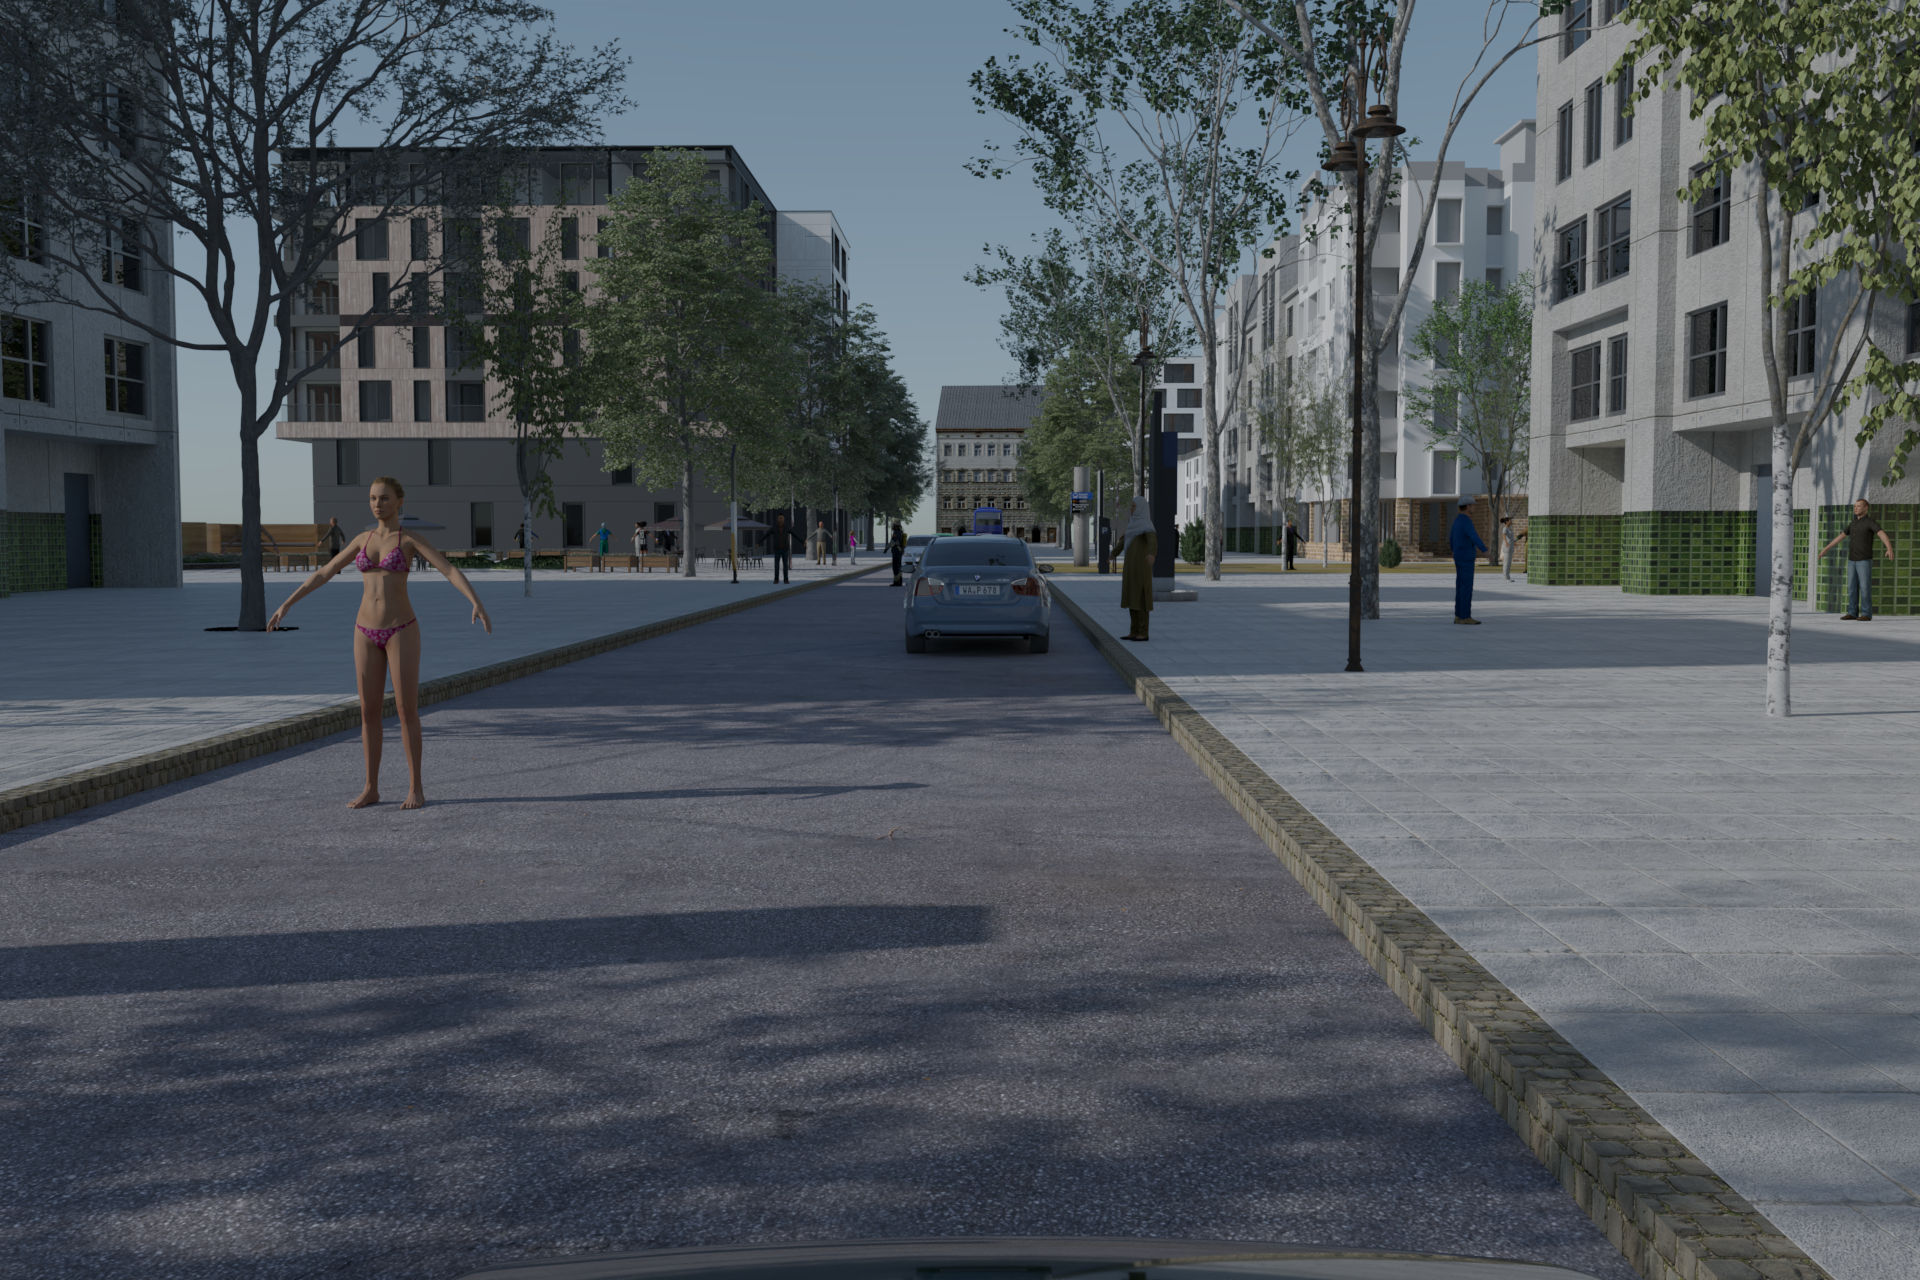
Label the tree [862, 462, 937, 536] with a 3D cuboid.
[{"bbox_3d":[-6.228,-13.869,161.170,8.767,10.594,7.601,0,4,4],"label":"tree"}]

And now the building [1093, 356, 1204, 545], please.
[{"bbox_3d":[30.376,-22.687,214.911,27.936,21.610,32.646,0,4,1],"label":"building"}]

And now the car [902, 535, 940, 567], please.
[{"bbox_3d":[-1.417,-3.463,68.625,2.014,1.417,4.499,0,4,1],"label":"car"}]

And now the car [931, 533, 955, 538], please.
[{"bbox_3d":[-0.961,-5.282,95.154,1.959,1.807,4.718,0,4,1],"label":"car"}]

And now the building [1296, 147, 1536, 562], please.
[{"bbox_3d":[23.159,-14.368,91.335,16.016,20.090,11.380,0,4,2],"label":"building"}]

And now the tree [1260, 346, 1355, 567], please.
[{"bbox_3d":[14.340,-7.121,66.798,4.360,8.622,3.978,0,3,0],"label":"tree"}]

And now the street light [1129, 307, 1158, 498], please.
[{"bbox_3d":[3.742,-3.831,35.429,0.468,5.910,1.993,0,4,1],"label":"street light"}]

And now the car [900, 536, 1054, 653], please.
[{"bbox_3d":[0.217,-0.617,22.085,2.014,1.417,4.499,0,4,0],"label":"car"}]

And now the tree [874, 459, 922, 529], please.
[{"bbox_3d":[-9.232,-20.611,255.124,7.486,12.596,7.792,0,3,0],"label":"tree"}]

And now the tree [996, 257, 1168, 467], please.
[{"bbox_3d":[8.431,-16.165,120.187,12.611,20.169,13.585,0,3,0],"label":"tree"}]

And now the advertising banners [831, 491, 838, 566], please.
[{"bbox_3d":[-5.072,-4.536,70.347,0.090,3.025,2.074,0,4,2],"label":"advertising banners"}]

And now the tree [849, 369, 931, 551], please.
[{"bbox_3d":[-6.742,-13.666,130.099,9.857,13.997,8.962,0,3,0],"label":"tree"}]

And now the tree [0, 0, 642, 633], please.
[{"bbox_3d":[-9.356,-6.872,22.723,12.009,13.543,11.850,0,3,0],"label":"tree"}]

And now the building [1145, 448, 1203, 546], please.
[{"bbox_3d":[24.468,-14.757,183.425,9.099,9.664,28.070,0,4,1],"label":"building"}]

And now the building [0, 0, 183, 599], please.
[{"bbox_3d":[-27.470,-9.737,25.660,16.747,18.905,31.486,0,4,1],"label":"building"}]

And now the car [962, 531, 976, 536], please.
[{"bbox_3d":[0.800,-8.540,149.222,1.945,1.707,3.694,0,4,1],"label":"car"}]

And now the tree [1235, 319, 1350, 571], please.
[{"bbox_3d":[11.064,-6.716,60.164,4.360,8.622,3.978,0,3,0],"label":"tree"}]

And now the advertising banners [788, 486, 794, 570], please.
[{"bbox_3d":[-6.090,-4.024,61.985,0.090,3.025,2.074,0,4,3],"label":"advertising banners"}]

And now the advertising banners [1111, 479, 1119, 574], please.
[{"bbox_3d":[5.049,-3.678,56.321,0.090,3.025,2.074,0,4,1],"label":"advertising banners"}]

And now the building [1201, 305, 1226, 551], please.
[{"bbox_3d":[24.781,-17.348,140.066,16.016,20.090,11.380,0,4,1],"label":"building"}]

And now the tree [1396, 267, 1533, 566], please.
[{"bbox_3d":[21.298,-8.751,68.834,9.928,11.665,9.643,0,3,0],"label":"tree"}]

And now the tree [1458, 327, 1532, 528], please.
[{"bbox_3d":[19.490,-6.822,61.897,4.360,8.622,3.978,0,3,0],"label":"tree"}]

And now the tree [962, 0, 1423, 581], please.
[{"bbox_3d":[5.817,-11.637,46.159,12.611,20.169,13.585,0,3,0],"label":"tree"}]

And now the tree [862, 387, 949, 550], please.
[{"bbox_3d":[-6.050,-14.268,143.650,12.009,13.543,11.850,0,3,0],"label":"tree"}]

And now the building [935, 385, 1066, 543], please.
[{"bbox_3d":[6.369,-25.717,253.858,18.063,23.208,19.493,0,4,5],"label":"building"}]

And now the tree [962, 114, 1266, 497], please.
[{"bbox_3d":[6.981,-13.667,79.351,12.611,20.169,13.585,0,3,0],"label":"tree"}]

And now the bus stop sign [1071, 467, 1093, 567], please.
[{"bbox_3d":[4.789,-4.840,68.148,0.837,3.901,0.837,0,4,2],"label":"bus stop sign"}]

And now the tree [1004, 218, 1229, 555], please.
[{"bbox_3d":[9.622,-15.138,103.400,12.611,20.169,13.585,0,3,0],"label":"tree"}]

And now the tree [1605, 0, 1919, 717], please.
[{"bbox_3d":[5.897,-3.755,11.752,4.737,8.622,4.395,0,3,0],"label":"tree"}]

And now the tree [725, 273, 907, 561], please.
[{"bbox_3d":[-7.231,-10.833,83.776,9.857,13.997,8.962,0,3,0],"label":"tree"}]

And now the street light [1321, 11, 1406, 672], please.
[{"bbox_3d":[3.691,-2.645,16.038,0.468,5.910,1.993,0,4,1],"label":"street light"}]

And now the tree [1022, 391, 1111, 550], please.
[{"bbox_3d":[8.562,-13.356,136.503,7.486,12.596,7.792,0,3,0],"label":"tree"}]

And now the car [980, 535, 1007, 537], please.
[{"bbox_3d":[1.415,-3.706,72.593,2.014,1.417,4.499,0,4,2],"label":"car"}]

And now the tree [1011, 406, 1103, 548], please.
[{"bbox_3d":[9.271,-15.647,162.488,9.857,13.997,8.962,0,3,0],"label":"tree"}]

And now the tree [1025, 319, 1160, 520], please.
[{"bbox_3d":[7.160,-10.632,91.967,7.486,12.596,7.792,0,3,0],"label":"tree"}]

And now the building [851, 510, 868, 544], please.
[{"bbox_3d":[-21.350,-21.653,220.485,16.747,18.905,31.486,0,4,2],"label":"building"}]

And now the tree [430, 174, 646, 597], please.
[{"bbox_3d":[-8.579,-5.187,35.172,4.737,8.622,4.395,0,3,0],"label":"tree"}]

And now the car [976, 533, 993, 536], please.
[{"bbox_3d":[1.935,-7.747,135.702,2.155,1.783,4.494,0,3,0],"label":"car"}]

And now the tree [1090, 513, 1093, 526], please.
[{"bbox_3d":[21.694,-20.106,246.856,7.486,12.596,7.792,0,3,0],"label":"tree"}]

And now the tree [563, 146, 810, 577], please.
[{"bbox_3d":[-8.502,-8.169,51.686,7.486,12.596,7.792,0,3,0],"label":"tree"}]

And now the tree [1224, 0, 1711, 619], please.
[{"bbox_3d":[5.459,-10.300,24.288,12.611,20.169,13.585,0,3,0],"label":"tree"}]

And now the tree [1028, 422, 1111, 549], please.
[{"bbox_3d":[9.682,-13.712,149.951,9.928,11.665,9.643,0,3,0],"label":"tree"}]

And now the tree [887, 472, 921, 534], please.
[{"bbox_3d":[-5.764,-12.489,154.564,4.737,8.622,4.395,0,3,0],"label":"tree"}]
